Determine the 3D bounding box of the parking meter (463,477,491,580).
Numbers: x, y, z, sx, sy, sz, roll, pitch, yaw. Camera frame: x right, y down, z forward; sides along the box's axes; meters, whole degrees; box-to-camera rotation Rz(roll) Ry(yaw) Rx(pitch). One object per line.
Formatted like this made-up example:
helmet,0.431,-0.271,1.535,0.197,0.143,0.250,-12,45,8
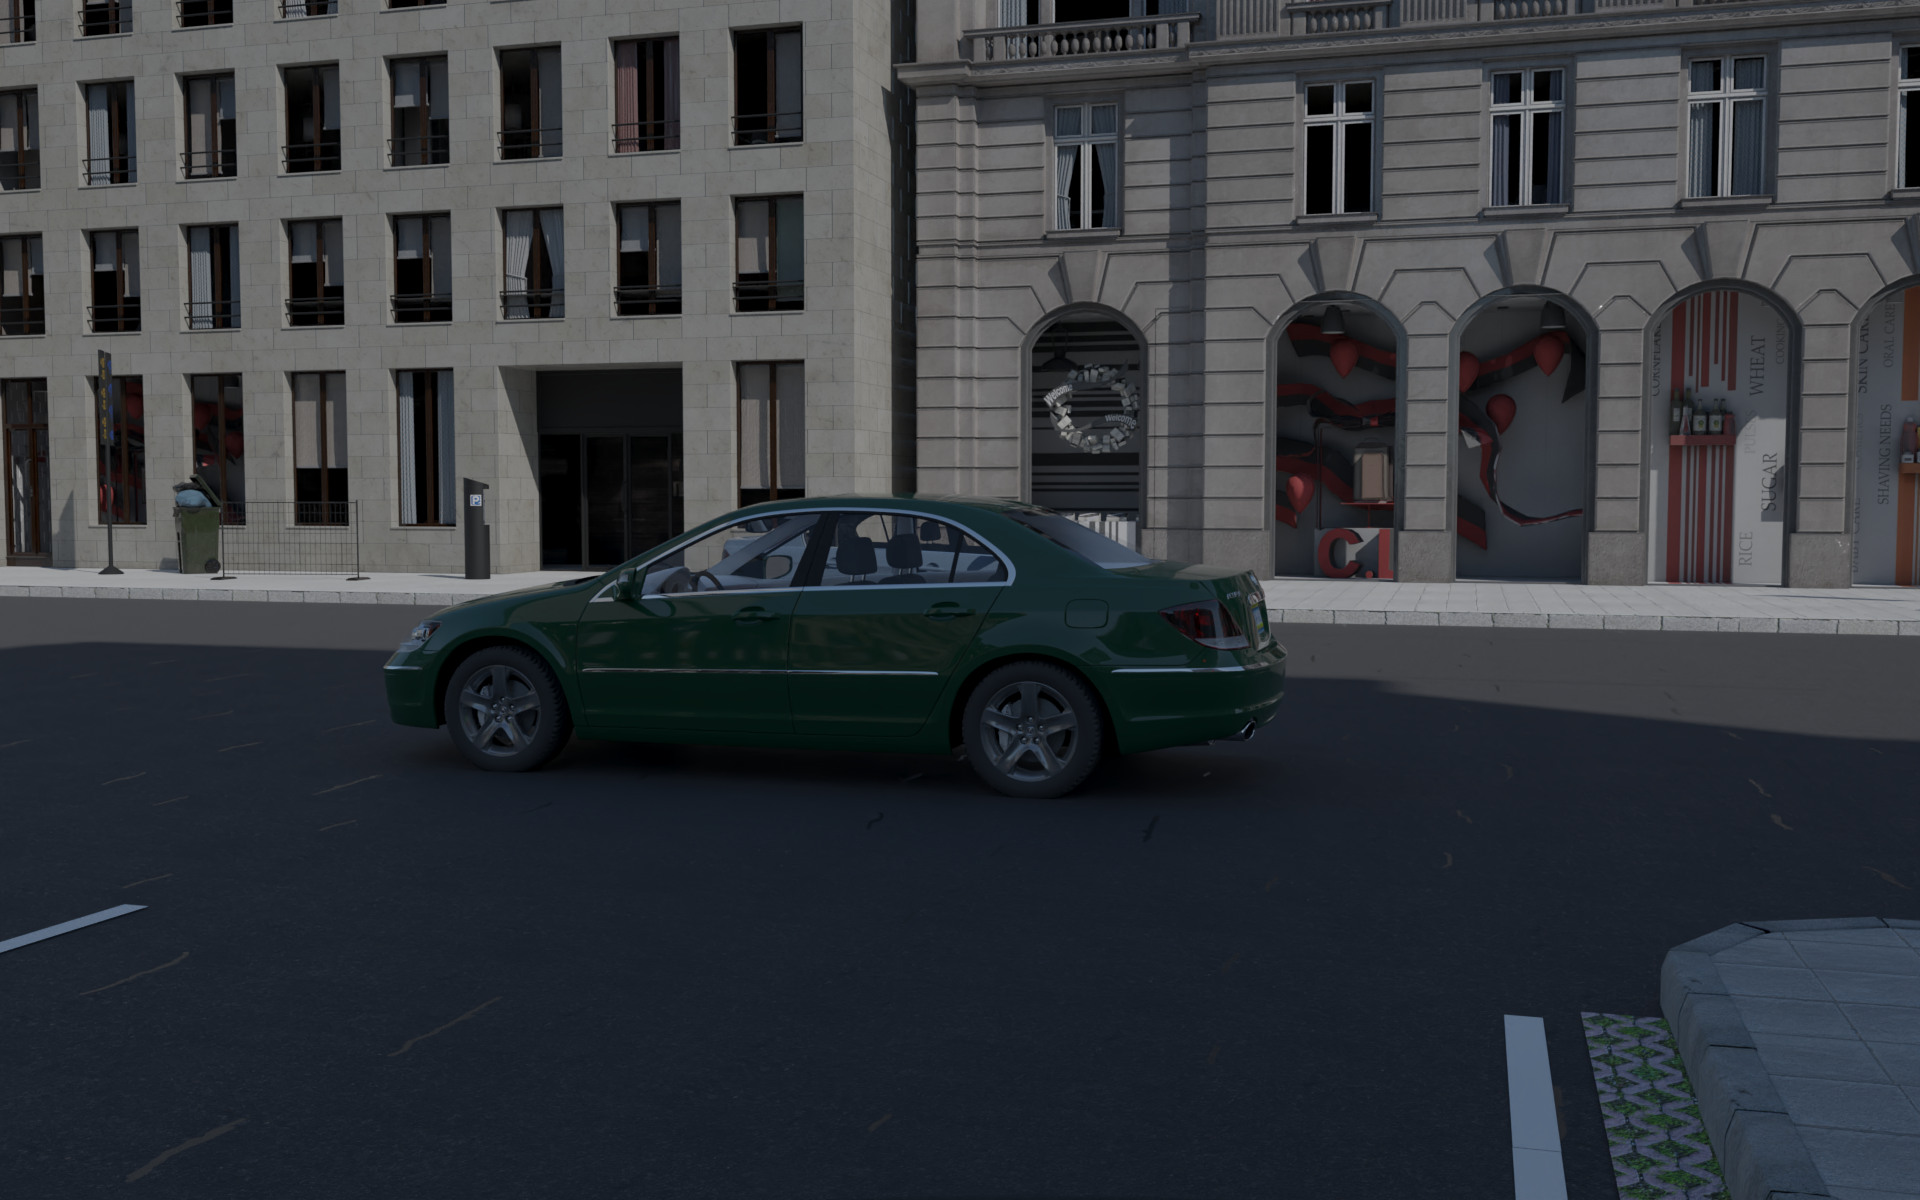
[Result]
parking meter,-7.269,-1.080,26.064,0.372,1.533,0.369,0,3,0

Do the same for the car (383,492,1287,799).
car,-0.738,0.150,9.339,4.920,1.459,2.131,1,4,16

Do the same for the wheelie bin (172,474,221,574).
wheelie bin,-12.323,-1.226,27.954,0.693,1.594,0.980,-2,4,-34

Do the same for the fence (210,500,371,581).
fence,-10.015,-0.898,25.886,2.264,1.192,0.480,0,4,5

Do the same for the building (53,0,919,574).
building,-8.148,-10.880,32.645,16.860,20.320,10.420,1,4,16

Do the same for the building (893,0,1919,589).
building,12.053,-11.436,28.785,24.055,21.916,13.314,1,4,16

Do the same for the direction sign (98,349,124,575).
direction sign,-13.582,-2.178,27.607,0.379,3.537,0.876,-1,4,-16

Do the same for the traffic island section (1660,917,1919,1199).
traffic island section,2.682,1.133,3.753,2.009,0.180,2.903,1,4,16
